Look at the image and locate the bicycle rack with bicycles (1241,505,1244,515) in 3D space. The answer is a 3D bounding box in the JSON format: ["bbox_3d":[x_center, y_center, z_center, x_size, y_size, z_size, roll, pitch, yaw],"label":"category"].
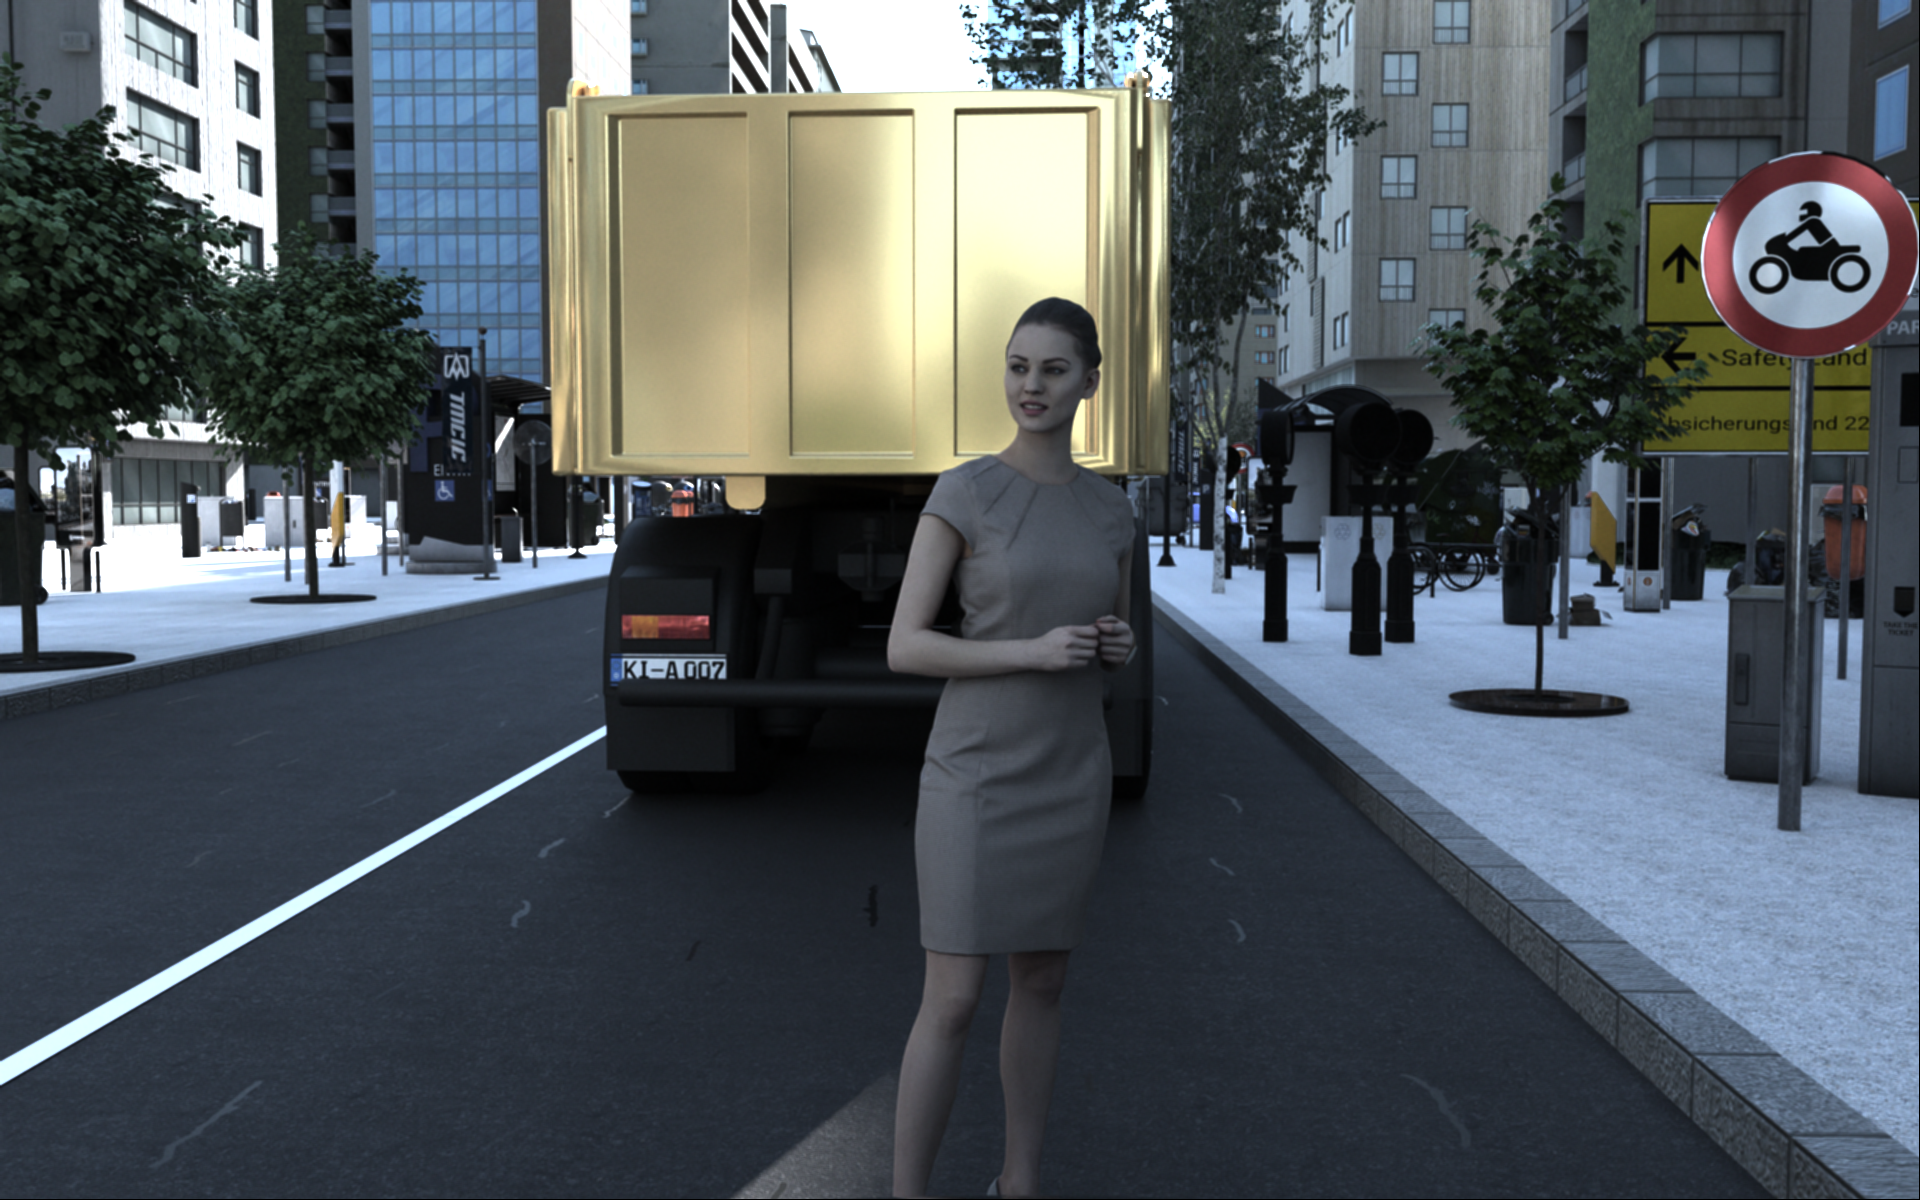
[{"bbox_3d":[18.678,-5.635,105.516,2.852,0.926,2.925,-3,5,-45],"label":"bicycle rack with bicycles"}]

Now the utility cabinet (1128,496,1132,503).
[{"bbox_3d":[4.757,-2.574,53.249,1.020,1.237,0.306,1,4,17],"label":"utility cabinet"}]

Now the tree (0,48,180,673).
[{"bbox_3d":[-7.091,-1.792,13.014,4.285,4.588,4.351,0,3,0],"label":"tree"}]

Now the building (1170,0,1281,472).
[{"bbox_3d":[33.734,-46.889,204.894,20.563,71.187,20.611,0,4,2],"label":"building"}]

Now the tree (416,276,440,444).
[{"bbox_3d":[-7.800,-2.274,20.886,4.285,4.588,4.351,0,3,0],"label":"tree"}]

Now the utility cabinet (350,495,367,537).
[{"bbox_3d":[-18.199,-2.490,51.865,0.306,1.237,1.020,1,4,14],"label":"utility cabinet"}]

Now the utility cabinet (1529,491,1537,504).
[{"bbox_3d":[23.011,-3.731,69.686,0.318,1.500,1.173,-2,4,-26],"label":"utility cabinet"}]

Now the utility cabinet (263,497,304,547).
[{"bbox_3d":[-16.384,-1.897,42.176,1.020,1.237,0.306,-1,4,-10],"label":"utility cabinet"}]

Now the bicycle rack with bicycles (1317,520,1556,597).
[{"bbox_3d":[5.972,-0.583,22.921,2.852,0.926,2.925,-3,4,-39],"label":"bicycle rack with bicycles"}]

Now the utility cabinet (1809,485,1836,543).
[{"bbox_3d":[20.285,-1.943,40.449,1.173,1.500,0.318,-1,4,-16],"label":"utility cabinet"}]

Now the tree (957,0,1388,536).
[{"bbox_3d":[7.054,-12.014,52.311,12.611,20.169,13.585,0,3,0],"label":"tree"}]

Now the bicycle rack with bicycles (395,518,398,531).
[{"bbox_3d":[-16.645,-2.635,56.469,2.925,0.926,2.852,3,5,42],"label":"bicycle rack with bicycles"}]

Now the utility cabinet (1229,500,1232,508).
[{"bbox_3d":[12.583,-4.423,83.473,1.020,1.237,0.306,2,4,35],"label":"utility cabinet"}]

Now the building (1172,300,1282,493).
[{"bbox_3d":[37.352,-20.562,181.223,27.650,21.520,28.899,0,4,2],"label":"building"}]

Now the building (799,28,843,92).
[{"bbox_3d":[-28.194,-37.569,203.487,27.495,52.752,28.713,0,4,2],"label":"building"}]

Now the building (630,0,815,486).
[{"bbox_3d":[-25.748,-33.218,166.821,21.300,48.544,21.600,0,4,2],"label":"building"}]

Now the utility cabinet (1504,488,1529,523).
[{"bbox_3d":[19.287,-3.191,60.844,0.318,1.500,1.173,-3,4,-36],"label":"utility cabinet"}]

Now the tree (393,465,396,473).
[{"bbox_3d":[-16.694,-3.586,53.235,1.663,3.219,1.824,0,3,0],"label":"tree"}]

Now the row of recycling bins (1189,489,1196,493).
[{"bbox_3d":[18.987,-8.086,139.311,3.534,1.692,1.069,-1,4,-10],"label":"row of recycling bins"}]

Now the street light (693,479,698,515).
[{"bbox_3d":[-5.526,-4.101,39.600,1.470,5.913,1.316,0,4,2],"label":"street light"}]

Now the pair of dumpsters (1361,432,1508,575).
[{"bbox_3d":[8.007,-1.651,29.480,1.574,2.255,4.437,0,4,2],"label":"pair of dumpsters"}]

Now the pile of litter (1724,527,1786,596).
[{"bbox_3d":[10.505,-0.488,21.945,1.719,0.858,1.176,0,4,4],"label":"pile of litter"}]

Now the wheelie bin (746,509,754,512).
[{"bbox_3d":[-15.095,-7.159,124.951,0.693,1.594,0.980,2,4,34],"label":"wheelie bin"}]

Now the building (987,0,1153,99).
[{"bbox_3d":[15.801,-58.012,261.170,31.000,86.520,22.319,0,4,2],"label":"building"}]

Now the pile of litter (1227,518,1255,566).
[{"bbox_3d":[5.193,-1.077,31.582,1.176,0.858,1.719,2,4,23],"label":"pile of litter"}]

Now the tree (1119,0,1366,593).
[{"bbox_3d":[3.242,-4.405,22.379,4.360,8.622,3.978,0,3,0],"label":"tree"}]

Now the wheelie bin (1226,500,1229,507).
[{"bbox_3d":[12.423,-4.549,82.290,0.980,1.594,0.693,-3,4,-38],"label":"wheelie bin"}]

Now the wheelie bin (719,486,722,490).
[{"bbox_3d":[-9.704,-3.818,70.329,0.693,1.594,0.980,-1,4,-14],"label":"wheelie bin"}]

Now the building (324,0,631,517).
[{"bbox_3d":[-27.543,-27.566,100.809,14.600,45.320,14.200,0,4,2],"label":"building"}]

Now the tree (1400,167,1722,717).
[{"bbox_3d":[3.615,-0.961,10.308,1.663,3.219,1.824,0,3,0],"label":"tree"}]

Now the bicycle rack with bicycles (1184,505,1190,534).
[{"bbox_3d":[7.517,-2.614,56.129,2.852,0.926,2.925,0,4,6],"label":"bicycle rack with bicycles"}]

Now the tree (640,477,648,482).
[{"bbox_3d":[-15.914,-5.857,90.362,1.663,3.219,1.824,0,3,0],"label":"tree"}]

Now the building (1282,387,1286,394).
[{"bbox_3d":[32.148,-29.294,129.064,14.600,45.320,14.200,0,4,2],"label":"building"}]

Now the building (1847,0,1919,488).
[{"bbox_3d":[24.301,-23.007,26.269,14.600,45.320,14.200,0,4,2],"label":"building"}]

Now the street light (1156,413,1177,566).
[{"bbox_3d":[3.140,-3.558,30.716,1.470,5.913,1.316,0,4,2],"label":"street light"}]

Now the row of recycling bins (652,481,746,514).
[{"bbox_3d":[-8.802,-3.095,57.713,3.534,1.692,1.069,-2,4,-35],"label":"row of recycling bins"}]

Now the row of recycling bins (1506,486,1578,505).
[{"bbox_3d":[29.228,-4.917,87.505,3.534,1.692,1.069,2,4,24],"label":"row of recycling bins"}]

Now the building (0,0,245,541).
[{"bbox_3d":[-29.854,-17.250,53.740,14.107,30.474,14.160,0,4,2],"label":"building"}]

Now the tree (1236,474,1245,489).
[{"bbox_3d":[22.973,-9.198,134.094,4.285,4.588,4.351,0,3,0],"label":"tree"}]

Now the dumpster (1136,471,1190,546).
[{"bbox_3d":[5.120,-2.321,43.710,1.264,1.857,1.865,0,4,2],"label":"dumpster"}]

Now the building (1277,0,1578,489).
[{"bbox_3d":[34.304,-31.514,104.494,27.495,52.752,28.713,0,4,2],"label":"building"}]

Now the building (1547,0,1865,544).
[{"bbox_3d":[24.291,-22.319,48.510,14.154,41.232,14.086,0,4,2],"label":"building"}]

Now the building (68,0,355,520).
[{"bbox_3d":[-40.938,-20.172,101.519,14.107,30.474,14.160,0,4,2],"label":"building"}]

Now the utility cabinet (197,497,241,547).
[{"bbox_3d":[-18.196,-1.916,42.484,1.020,1.237,0.306,0,4,3],"label":"utility cabinet"}]
